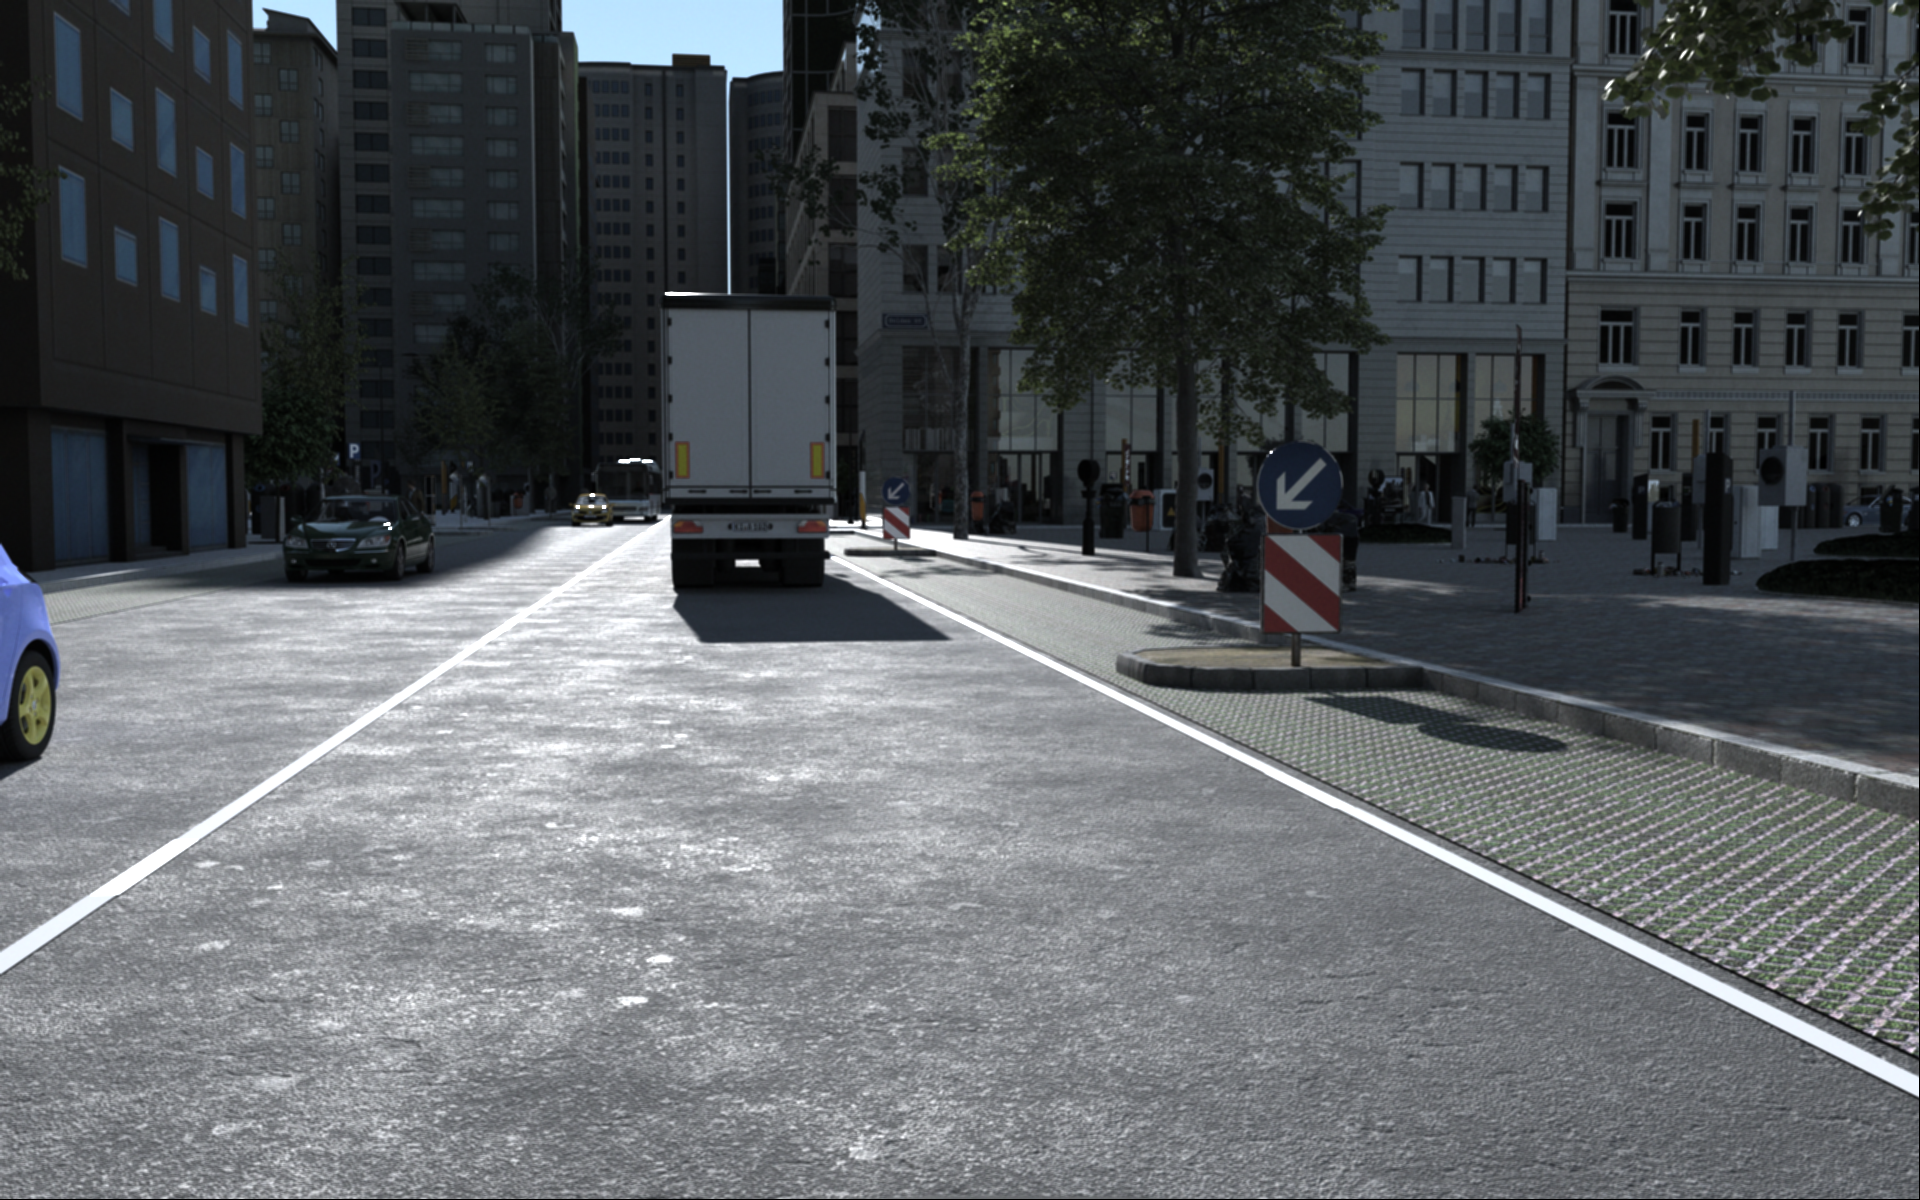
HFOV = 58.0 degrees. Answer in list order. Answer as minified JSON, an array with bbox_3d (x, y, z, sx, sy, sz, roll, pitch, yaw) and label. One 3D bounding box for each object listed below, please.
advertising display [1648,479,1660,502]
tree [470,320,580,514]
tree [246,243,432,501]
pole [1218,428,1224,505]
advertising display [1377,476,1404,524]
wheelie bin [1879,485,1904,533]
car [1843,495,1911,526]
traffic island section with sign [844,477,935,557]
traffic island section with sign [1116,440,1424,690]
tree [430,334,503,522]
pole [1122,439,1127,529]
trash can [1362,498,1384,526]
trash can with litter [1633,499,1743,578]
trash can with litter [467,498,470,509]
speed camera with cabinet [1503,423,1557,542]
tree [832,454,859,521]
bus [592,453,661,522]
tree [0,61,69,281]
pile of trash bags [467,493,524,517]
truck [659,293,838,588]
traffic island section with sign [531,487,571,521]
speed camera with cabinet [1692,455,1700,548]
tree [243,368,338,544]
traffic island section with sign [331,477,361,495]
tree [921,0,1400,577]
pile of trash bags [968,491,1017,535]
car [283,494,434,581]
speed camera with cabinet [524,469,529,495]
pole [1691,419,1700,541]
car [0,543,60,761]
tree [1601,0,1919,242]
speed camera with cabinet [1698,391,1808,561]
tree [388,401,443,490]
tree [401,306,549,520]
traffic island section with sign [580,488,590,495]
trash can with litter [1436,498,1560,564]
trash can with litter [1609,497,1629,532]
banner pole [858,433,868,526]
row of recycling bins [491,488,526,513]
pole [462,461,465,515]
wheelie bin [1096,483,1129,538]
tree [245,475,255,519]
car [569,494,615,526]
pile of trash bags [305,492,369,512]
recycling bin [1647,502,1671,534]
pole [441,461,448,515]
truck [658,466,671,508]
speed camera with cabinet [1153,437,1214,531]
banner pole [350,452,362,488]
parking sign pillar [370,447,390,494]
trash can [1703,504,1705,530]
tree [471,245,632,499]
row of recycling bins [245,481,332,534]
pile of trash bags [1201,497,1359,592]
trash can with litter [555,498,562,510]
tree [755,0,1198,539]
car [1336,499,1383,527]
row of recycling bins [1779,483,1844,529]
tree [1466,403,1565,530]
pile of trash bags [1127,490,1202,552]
[{"bbox_3d":[29.926,-4.264,74.928,0.974,1.923,0.123,-2,4,-35],"label":"advertising display"},{"bbox_3d":[-28.400,-11.917,112.965,7.486,12.596,7.792,0,3,0],"label":"tree"},{"bbox_3d":[-18.794,-6.114,50.322,4.737,8.622,4.395,0,3,0],"label":"tree"},{"bbox_3d":[8.032,-3.637,53.301,0.158,3.312,0.155,0,3,0],"label":"pole"},{"bbox_3d":[15.447,-3.489,62.257,0.974,1.923,0.123,1,4,9],"label":"advertising display"},{"bbox_3d":[30.911,-3.031,57.467,0.693,1.594,0.980,1,4,17],"label":"wheelie bin"},{"bbox_3d":[38.681,-3.755,73.401,4.499,1.417,2.014,-1,4,-10],"label":"car"},{"bbox_3d":[-1.679,-1.940,40.354,1.989,1.847,2.006,-1,4,-8],"label":"traffic island section with sign"},{"bbox_3d":[2.297,-0.301,13.549,1.989,1.847,2.006,-1,4,-8],"label":"traffic island section with sign"},{"bbox_3d":[-22.714,-7.863,78.923,4.737,8.622,4.395,0,3,0],"label":"tree"},{"bbox_3d":[6.092,-4.305,64.224,0.158,3.312,0.155,0,3,0],"label":"pole"},{"bbox_3d":[14.626,-3.041,61.376,0.748,1.137,0.748,0,3,0],"label":"trash can"},{"bbox_3d":[11.601,-1.003,27.464,2.233,1.210,1.678,-1,4,-18],"label":"trash can with litter"},{"bbox_3d":[-31.809,-6.168,112.227,1.055,1.170,0.624,1,4,9],"label":"trash can with litter"},{"bbox_3d":[15.703,-3.265,47.726,0.660,3.252,2.038,-1,4,-10],"label":"speed camera with cabinet"},{"bbox_3d":[-5.546,-5.433,83.431,1.663,3.219,1.824,0,3,0],"label":"tree"},{"bbox_3d":[-17.368,-5.892,91.199,2.948,3.499,13.247,0,4,-7],"label":"bus"},{"bbox_3d":[-15.407,-4.587,25.368,4.737,8.622,4.395,0,3,0],"label":"tree"},{"bbox_3d":[-26.529,-5.489,99.489,1.912,1.369,3.447,3,4,37],"label":"pile of trash bags"},{"bbox_3d":[-3.726,-2.508,29.920,2.839,4.237,11.283,0,4,-8],"label":"truck"},{"bbox_3d":[-21.883,-5.146,92.759,1.989,1.847,2.006,-1,4,-8],"label":"traffic island section with sign"},{"bbox_3d":[17.922,-2.794,40.018,0.660,3.252,2.038,-1,4,-23],"label":"speed camera with cabinet"},{"bbox_3d":[-17.837,-3.754,45.086,4.285,4.588,4.351,0,3,0],"label":"tree"},{"bbox_3d":[-13.986,-1.880,39.368,1.989,1.847,2.006,-1,4,-8],"label":"traffic island section with sign"},{"bbox_3d":[3.144,-6.638,26.662,7.486,12.596,7.792,0,3,0],"label":"tree"},{"bbox_3d":[0.804,-2.801,55.545,1.912,1.369,3.447,1,4,9],"label":"pile of trash bags"},{"bbox_3d":[-10.340,-1.115,30.029,2.131,1.459,4.920,0,4,-7],"label":"car"},{"bbox_3d":[-35.306,-8.849,139.021,2.038,3.252,0.660,0,4,-6],"label":"speed camera with cabinet"},{"bbox_3d":[20.110,-3.276,47.407,0.158,3.312,0.155,0,3,0],"label":"pole"},{"bbox_3d":[-5.647,0.100,7.957,1.945,1.707,3.694,0,4,-7],"label":"car"},{"bbox_3d":[5.578,-5.499,8.029,7.486,12.596,7.792,0,3,0],"label":"tree"},{"bbox_3d":[15.515,-2.415,33.817,0.660,3.252,2.038,-1,4,-20],"label":"speed camera with cabinet"},{"bbox_3d":[-42.251,-11.219,133.797,4.360,8.622,3.978,0,3,0],"label":"tree"},{"bbox_3d":[-24.062,-9.300,86.473,7.601,10.594,8.767,0,4,-4],"label":"tree"},{"bbox_3d":[-25.861,-6.791,119.664,1.989,1.847,2.006,-1,4,-8],"label":"traffic island section with sign"},{"bbox_3d":[10.107,-1.311,32.491,2.233,1.210,1.678,1,4,17],"label":"trash can with litter"},{"bbox_3d":[22.159,-2.863,58.193,0.624,1.170,1.055,2,4,25],"label":"trash can with litter"},{"bbox_3d":[-3.913,-4.926,70.555,0.401,3.779,0.863,0,4,7],"label":"banner pole"},{"bbox_3d":[-30.745,-6.694,116.560,1.069,1.692,3.534,3,5,40],"label":"row of recycling bins"},{"bbox_3d":[-30.833,-6.953,107.530,0.158,3.312,0.155,0,3,0],"label":"pole"},{"bbox_3d":[4.451,-2.591,50.267,0.980,1.594,0.693,-1,4,-12],"label":"wheelie bin"},{"bbox_3d":[-35.926,-5.726,88.214,1.663,3.219,1.824,0,3,0],"label":"tree"},{"bbox_3d":[-16.569,-4.151,78.098,2.015,1.641,3.980,-1,4,-9],"label":"car"},{"bbox_3d":[-27.631,-4.066,76.239,3.447,1.369,1.912,0,4,0],"label":"pile of trash bags"},{"bbox_3d":[22.653,-2.669,56.189,0.722,1.027,0.722,1,4,17],"label":"recycling bin"},{"bbox_3d":[-31.682,-6.872,106.207,0.158,3.312,0.155,0,3,0],"label":"pole"},{"bbox_3d":[-30.150,-11.571,178.103,2.839,4.237,11.283,-1,4,-9],"label":"truck"},{"bbox_3d":[7.737,-4.014,59.966,2.038,3.252,0.660,-1,4,-16],"label":"speed camera with cabinet"},{"bbox_3d":[-31.381,-6.105,89.839,0.863,3.779,0.401,1,4,12],"label":"banner pole"},{"bbox_3d":[-32.868,-6.710,98.185,1.447,3.967,1.447,3,5,41],"label":"parking sign pillar"},{"bbox_3d":[25.747,-2.916,59.334,0.748,1.137,0.748,0,3,0],"label":"trash can"},{"bbox_3d":[-29.138,-16.745,129.672,12.611,20.169,13.585,0,3,0],"label":"tree"},{"bbox_3d":[-21.904,-2.960,55.511,3.534,1.692,1.069,0,4,-1],"label":"row of recycling bins"},{"bbox_3d":[4.291,-0.800,22.833,1.912,1.369,3.447,1,4,12],"label":"pile of trash bags"},{"bbox_3d":[-32.064,-7.688,137.090,1.055,1.170,0.624,-3,5,-45],"label":"trash can with litter"},{"bbox_3d":[0.506,-11.881,50.140,12.611,20.169,13.585,0,3,0],"label":"tree"},{"bbox_3d":[14.532,-3.388,67.969,3.894,1.354,1.945,-1,4,-9],"label":"car"},{"bbox_3d":[31.863,-3.535,64.903,3.534,1.692,1.069,-2,4,-34],"label":"row of recycling bins"},{"bbox_3d":[19.851,-4.784,61.931,4.285,4.588,4.351,0,3,0],"label":"tree"},{"bbox_3d":[5.330,-1.785,38.943,3.447,1.369,1.912,-2,4,-24],"label":"pile of trash bags"}]
